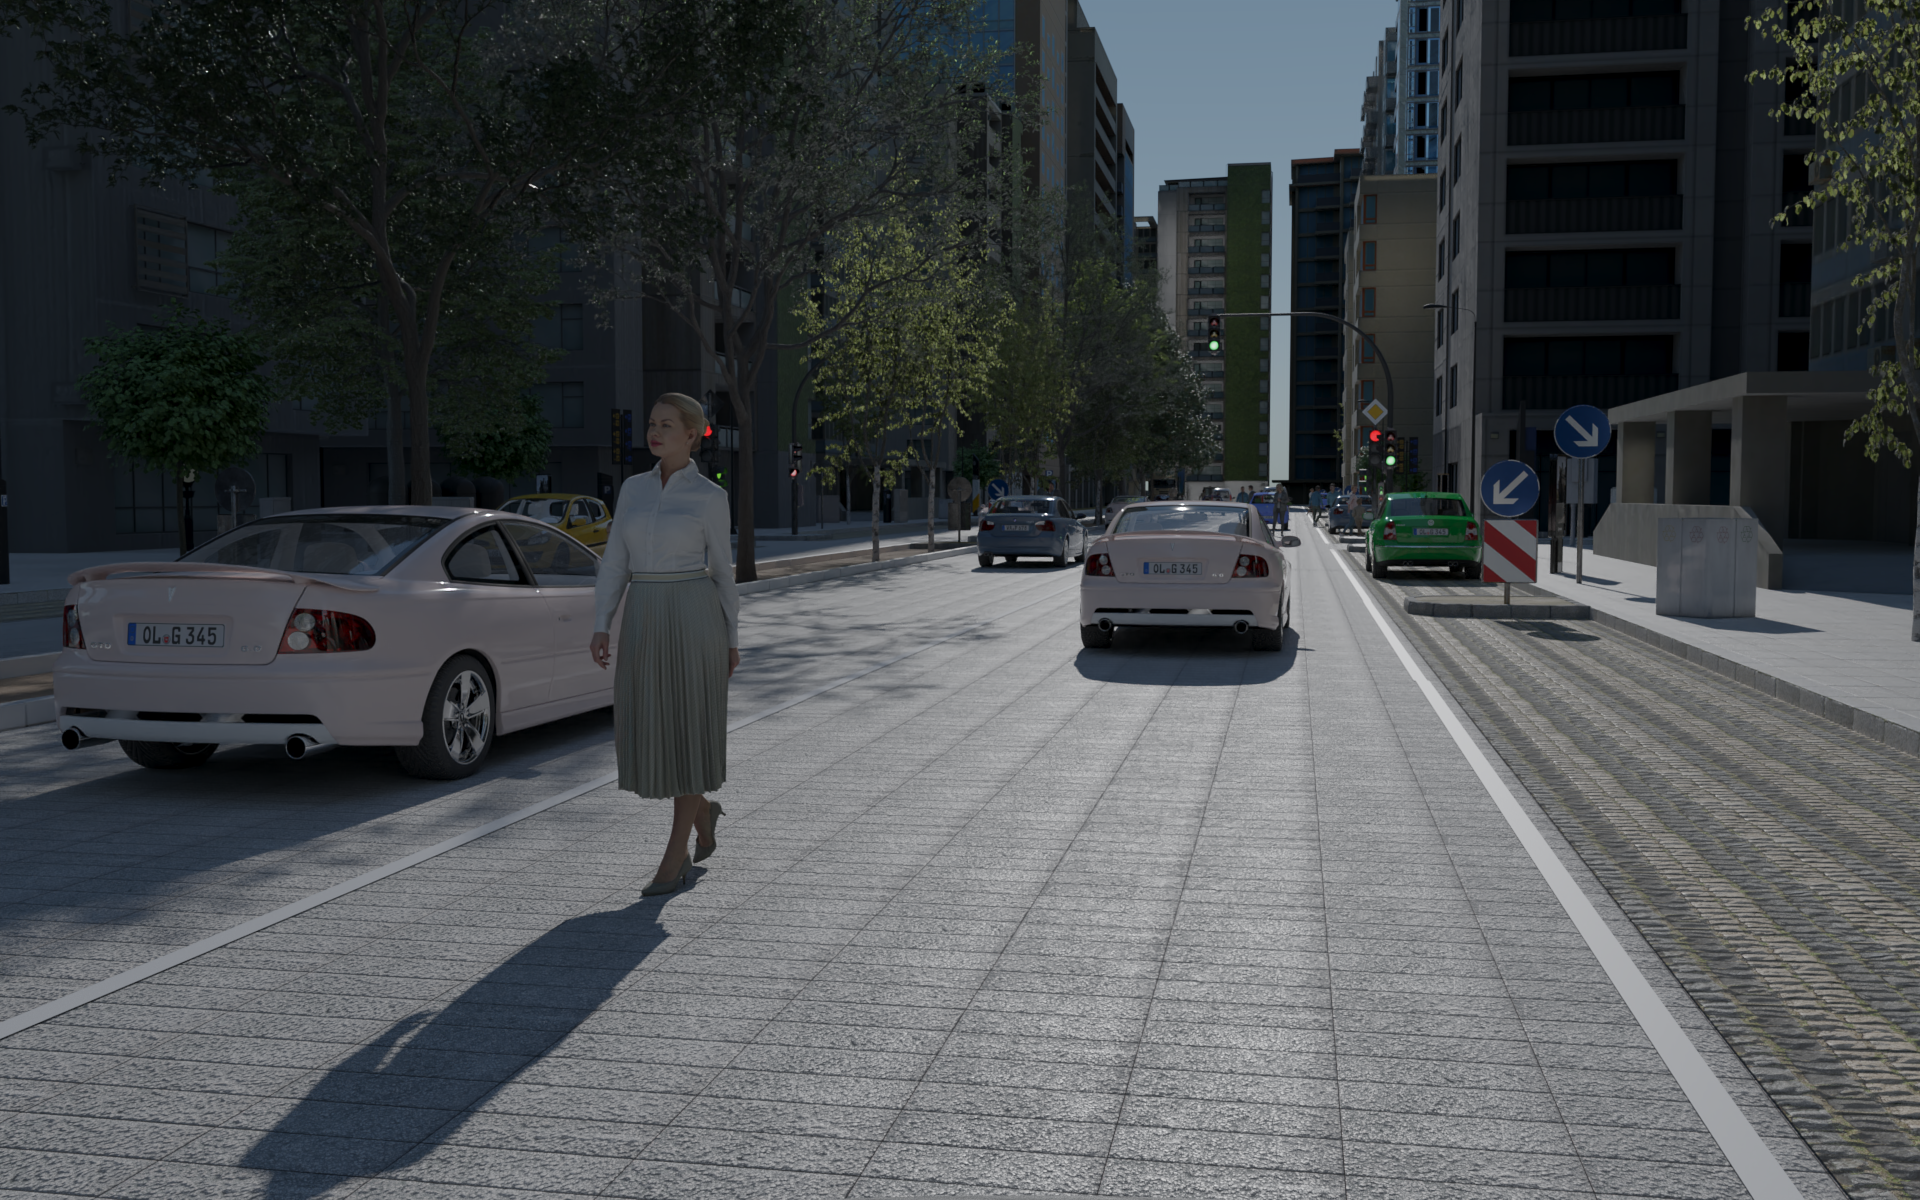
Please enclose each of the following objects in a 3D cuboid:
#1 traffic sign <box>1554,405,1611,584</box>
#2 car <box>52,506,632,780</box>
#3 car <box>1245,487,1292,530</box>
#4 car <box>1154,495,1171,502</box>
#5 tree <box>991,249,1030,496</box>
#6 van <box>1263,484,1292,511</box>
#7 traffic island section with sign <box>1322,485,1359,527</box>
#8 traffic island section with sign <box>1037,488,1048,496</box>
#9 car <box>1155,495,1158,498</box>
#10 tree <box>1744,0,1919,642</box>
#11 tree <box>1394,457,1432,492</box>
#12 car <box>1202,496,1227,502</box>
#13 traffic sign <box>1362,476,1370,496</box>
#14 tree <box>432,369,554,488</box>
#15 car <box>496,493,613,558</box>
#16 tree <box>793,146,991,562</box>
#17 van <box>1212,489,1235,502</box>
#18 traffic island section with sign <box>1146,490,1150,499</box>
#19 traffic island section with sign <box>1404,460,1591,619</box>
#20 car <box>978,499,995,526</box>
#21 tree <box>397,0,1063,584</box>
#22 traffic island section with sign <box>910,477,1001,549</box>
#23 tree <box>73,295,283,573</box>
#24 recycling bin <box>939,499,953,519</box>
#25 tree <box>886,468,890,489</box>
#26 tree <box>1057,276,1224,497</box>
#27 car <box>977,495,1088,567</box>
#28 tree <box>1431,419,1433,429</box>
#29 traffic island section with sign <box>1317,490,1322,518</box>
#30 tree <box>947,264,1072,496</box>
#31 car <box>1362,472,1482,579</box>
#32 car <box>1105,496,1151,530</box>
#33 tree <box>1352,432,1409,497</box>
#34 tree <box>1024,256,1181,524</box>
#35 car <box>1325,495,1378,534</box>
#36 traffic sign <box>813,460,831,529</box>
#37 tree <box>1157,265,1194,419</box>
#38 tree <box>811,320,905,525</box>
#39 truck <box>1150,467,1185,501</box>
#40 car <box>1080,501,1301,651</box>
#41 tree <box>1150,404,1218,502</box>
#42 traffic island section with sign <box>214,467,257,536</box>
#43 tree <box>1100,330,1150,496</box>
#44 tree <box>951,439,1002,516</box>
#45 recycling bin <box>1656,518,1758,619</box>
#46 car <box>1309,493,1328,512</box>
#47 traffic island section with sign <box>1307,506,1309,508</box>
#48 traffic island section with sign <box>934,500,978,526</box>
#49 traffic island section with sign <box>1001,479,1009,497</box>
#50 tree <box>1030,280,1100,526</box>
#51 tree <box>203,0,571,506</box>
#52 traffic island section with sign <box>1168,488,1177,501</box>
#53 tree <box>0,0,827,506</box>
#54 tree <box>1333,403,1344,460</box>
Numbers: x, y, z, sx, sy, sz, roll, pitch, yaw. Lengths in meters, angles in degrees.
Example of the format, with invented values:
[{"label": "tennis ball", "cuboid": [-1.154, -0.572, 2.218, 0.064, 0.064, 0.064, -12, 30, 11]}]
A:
[{"label": "traffic sign", "cuboid": [8.884, -1.509, 24.774, 0.768, 2.556, 0.104, 1, 4, 19]}, {"label": "car", "cuboid": [-3.078, 0.132, 10.200, 2.083, 1.381, 4.827, 1, 4, 13]}, {"label": "car", "cuboid": [12.461, -3.703, 70.128, 1.945, 1.707, 3.694, 1, 4, 11]}, {"label": "car", "cuboid": [18.443, -8.838, 157.082, 1.945, 1.354, 3.894, 1, 4, 12]}, {"label": "tree", "cuboid": [-0.669, -5.447, 41.883, 4.360, 8.622, 3.978, 0, 3, 0]}, {"label": "van", "cuboid": [17.971, -5.628, 99.026, 2.013, 2.044, 4.112, 1, 4, 9]}, {"label": "traffic island section with sign", "cuboid": [16.984, -4.106, 75.759, 1.989, 1.847, 2.006, 1, 4, 11]}, {"label": "traffic island section with sign", "cuboid": [5.022, -5.936, 105.685, 1.989, 1.847, 2.006, 1, 4, 11]}, {"label": "car", "cuboid": [19.291, -9.296, 164.350, 2.083, 1.381, 4.827, 1, 4, 12]}, {"label": "tree", "cuboid": [8.610, -3.946, 14.877, 4.360, 8.622, 3.978, 0, 3, 0]}, {"label": "tree", "cuboid": [20.777, -5.219, 79.928, 1.663, 3.219, 1.824, 0, 3, 0]}, {"label": "car", "cuboid": [17.204, -6.442, 117.912, 1.945, 1.354, 3.894, 1, 4, 9]}, {"label": "traffic sign", "cuboid": [22.320, -5.773, 94.497, 0.768, 2.556, 0.104, 1, 4, 19]}, {"label": "tree", "cuboid": [-12.218, -3.787, 45.633, 4.285, 4.588, 4.351, 0, 3, 0]}, {"label": "car", "cuboid": [-7.334, -1.240, 30.495, 2.015, 1.641, 3.980, 1, 4, 9]}, {"label": "tree", "cuboid": [-1.742, -5.112, 36.394, 4.360, 8.622, 3.978, 0, 3, 0]}, {"label": "van", "cuboid": [20.035, -7.677, 132.533, 2.013, 2.044, 4.112, 1, 4, 10]}, {"label": "traffic island section with sign", "cuboid": [19.513, -10.532, 180.826, 1.989, 1.847, 2.006, 1, 4, 11]}, {"label": "traffic island section with sign", "cuboid": [6.396, -0.746, 20.817, 1.989, 1.847, 2.006, 1, 4, 11]}, {"label": "car", "cuboid": [1.942, -3.569, 70.718, 2.083, 1.381, 4.827, 1, 4, 10]}, {"label": "tree", "cuboid": [-3.391, -6.981, 26.960, 12.009, 13.543, 11.850, 0, 3, 0]}, {"label": "traffic island section with sign", "cuboid": [-0.136, -2.287, 45.534, 2.006, 1.907, 1.989, 1, 4, 11]}, {"label": "tree", "cuboid": [-12.957, -2.764, 28.908, 4.285, 4.588, 4.351, 0, 3, 0]}, {"label": "recycling bin", "cuboid": [-0.674, -4.670, 88.902, 0.722, 1.027, 0.722, 1, 4, 14]}, {"label": "tree", "cuboid": [-4.470, -6.710, 104.303, 1.663, 3.219, 1.824, 0, 3, 0]}, {"label": "tree", "cuboid": [8.498, -10.444, 90.221, 9.611, 12.733, 9.660, 0, 3, 0]}, {"label": "car", "cuboid": [1.505, -1.421, 35.235, 2.014, 1.417, 4.499, 1, 4, 12]}, {"label": "tree", "cuboid": [27.093, -8.622, 91.330, 4.360, 8.622, 3.978, 0, 3, 0]}, {"label": "traffic island section with sign", "cuboid": [22.095, -5.725, 102.227, 1.989, 1.847, 2.006, 1, 4, 11]}, {"label": "tree", "cuboid": [1.534, -6.184, 53.930, 4.737, 8.622, 4.395, 0, 3, 0]}, {"label": "car", "cuboid": [8.104, -1.326, 30.476, 1.959, 1.807, 4.718, 1, 4, 11]}, {"label": "car", "cuboid": [6.893, -3.484, 69.329, 2.083, 1.381, 4.827, 1, 4, 12]}, {"label": "tree", "cuboid": [21.712, -6.433, 88.890, 4.285, 4.588, 4.351, 0, 3, 0]}, {"label": "tree", "cuboid": [6.514, -9.861, 81.815, 7.486, 12.596, 7.792, 0, 3, 0]}, {"label": "car", "cuboid": [14.270, -3.110, 62.850, 2.014, 1.417, 4.499, 1, 4, 11]}, {"label": "traffic sign", "cuboid": [-5.083, -3.898, 63.833, 0.768, 2.556, 0.104, 1, 4, 14]}, {"label": "tree", "cuboid": [3.983, -9.440, 67.163, 12.009, 13.543, 11.850, 0, 3, 0]}, {"label": "tree", "cuboid": [-4.482, -7.466, 72.426, 4.737, 8.622, 4.395, 0, 3, 0]}, {"label": "truck", "cuboid": [21.116, -11.410, 175.463, 2.839, 4.237, 11.283, 1, 4, 12]}, {"label": "car", "cuboid": [2.333, -0.302, 17.297, 2.083, 1.381, 4.827, 1, 4, 12]}, {"label": "tree", "cuboid": [12.727, -10.795, 113.370, 8.767, 10.594, 7.601, 1, 4, 11]}, {"label": "traffic island section with sign", "cuboid": [-10.620, -0.974, 24.556, 1.989, 1.847, 2.006, 1, 4, 11]}, {"label": "tree", "cuboid": [6.081, -7.528, 75.897, 4.360, 8.622, 3.978, 0, 3, 0]}, {"label": "tree", "cuboid": [1.028, -7.317, 103.346, 4.285, 4.588, 4.351, 0, 3, 0]}, {"label": "recycling bin", "cuboid": [7.847, -0.346, 18.210, 0.722, 1.027, 0.722, -2, 4, -25]}, {"label": "car", "cuboid": [28.451, -7.750, 136.302, 1.945, 1.707, 3.694, 1, 4, 9]}, {"label": "traffic island section with sign", "cuboid": [31.498, -8.706, 150.967, 1.989, 1.847, 2.006, 1, 4, 11]}, {"label": "traffic island section with sign", "cuboid": [-0.076, -4.317, 79.214, 1.989, 1.847, 2.006, 1, 4, 11]}, {"label": "traffic island section with sign", "cuboid": [1.276, -2.732, 52.806, 2.006, 1.907, 1.989, 1, 4, 11]}, {"label": "tree", "cuboid": [2.469, -6.505, 59.182, 4.360, 8.622, 3.978, 0, 3, 0]}, {"label": "tree", "cuboid": [-12.267, -7.218, 36.143, 7.486, 12.596, 7.792, 0, 3, 0]}, {"label": "traffic island section with sign", "cuboid": [15.495, -7.245, 126.592, 2.006, 1.907, 1.989, 1, 4, 11]}, {"label": "tree", "cuboid": [-5.170, -4.904, 17.054, 8.767, 10.594, 7.601, 1, 4, 11]}, {"label": "tree", "cuboid": [29.778, -10.898, 128.543, 4.360, 8.622, 3.978, 0, 3, 0]}]
